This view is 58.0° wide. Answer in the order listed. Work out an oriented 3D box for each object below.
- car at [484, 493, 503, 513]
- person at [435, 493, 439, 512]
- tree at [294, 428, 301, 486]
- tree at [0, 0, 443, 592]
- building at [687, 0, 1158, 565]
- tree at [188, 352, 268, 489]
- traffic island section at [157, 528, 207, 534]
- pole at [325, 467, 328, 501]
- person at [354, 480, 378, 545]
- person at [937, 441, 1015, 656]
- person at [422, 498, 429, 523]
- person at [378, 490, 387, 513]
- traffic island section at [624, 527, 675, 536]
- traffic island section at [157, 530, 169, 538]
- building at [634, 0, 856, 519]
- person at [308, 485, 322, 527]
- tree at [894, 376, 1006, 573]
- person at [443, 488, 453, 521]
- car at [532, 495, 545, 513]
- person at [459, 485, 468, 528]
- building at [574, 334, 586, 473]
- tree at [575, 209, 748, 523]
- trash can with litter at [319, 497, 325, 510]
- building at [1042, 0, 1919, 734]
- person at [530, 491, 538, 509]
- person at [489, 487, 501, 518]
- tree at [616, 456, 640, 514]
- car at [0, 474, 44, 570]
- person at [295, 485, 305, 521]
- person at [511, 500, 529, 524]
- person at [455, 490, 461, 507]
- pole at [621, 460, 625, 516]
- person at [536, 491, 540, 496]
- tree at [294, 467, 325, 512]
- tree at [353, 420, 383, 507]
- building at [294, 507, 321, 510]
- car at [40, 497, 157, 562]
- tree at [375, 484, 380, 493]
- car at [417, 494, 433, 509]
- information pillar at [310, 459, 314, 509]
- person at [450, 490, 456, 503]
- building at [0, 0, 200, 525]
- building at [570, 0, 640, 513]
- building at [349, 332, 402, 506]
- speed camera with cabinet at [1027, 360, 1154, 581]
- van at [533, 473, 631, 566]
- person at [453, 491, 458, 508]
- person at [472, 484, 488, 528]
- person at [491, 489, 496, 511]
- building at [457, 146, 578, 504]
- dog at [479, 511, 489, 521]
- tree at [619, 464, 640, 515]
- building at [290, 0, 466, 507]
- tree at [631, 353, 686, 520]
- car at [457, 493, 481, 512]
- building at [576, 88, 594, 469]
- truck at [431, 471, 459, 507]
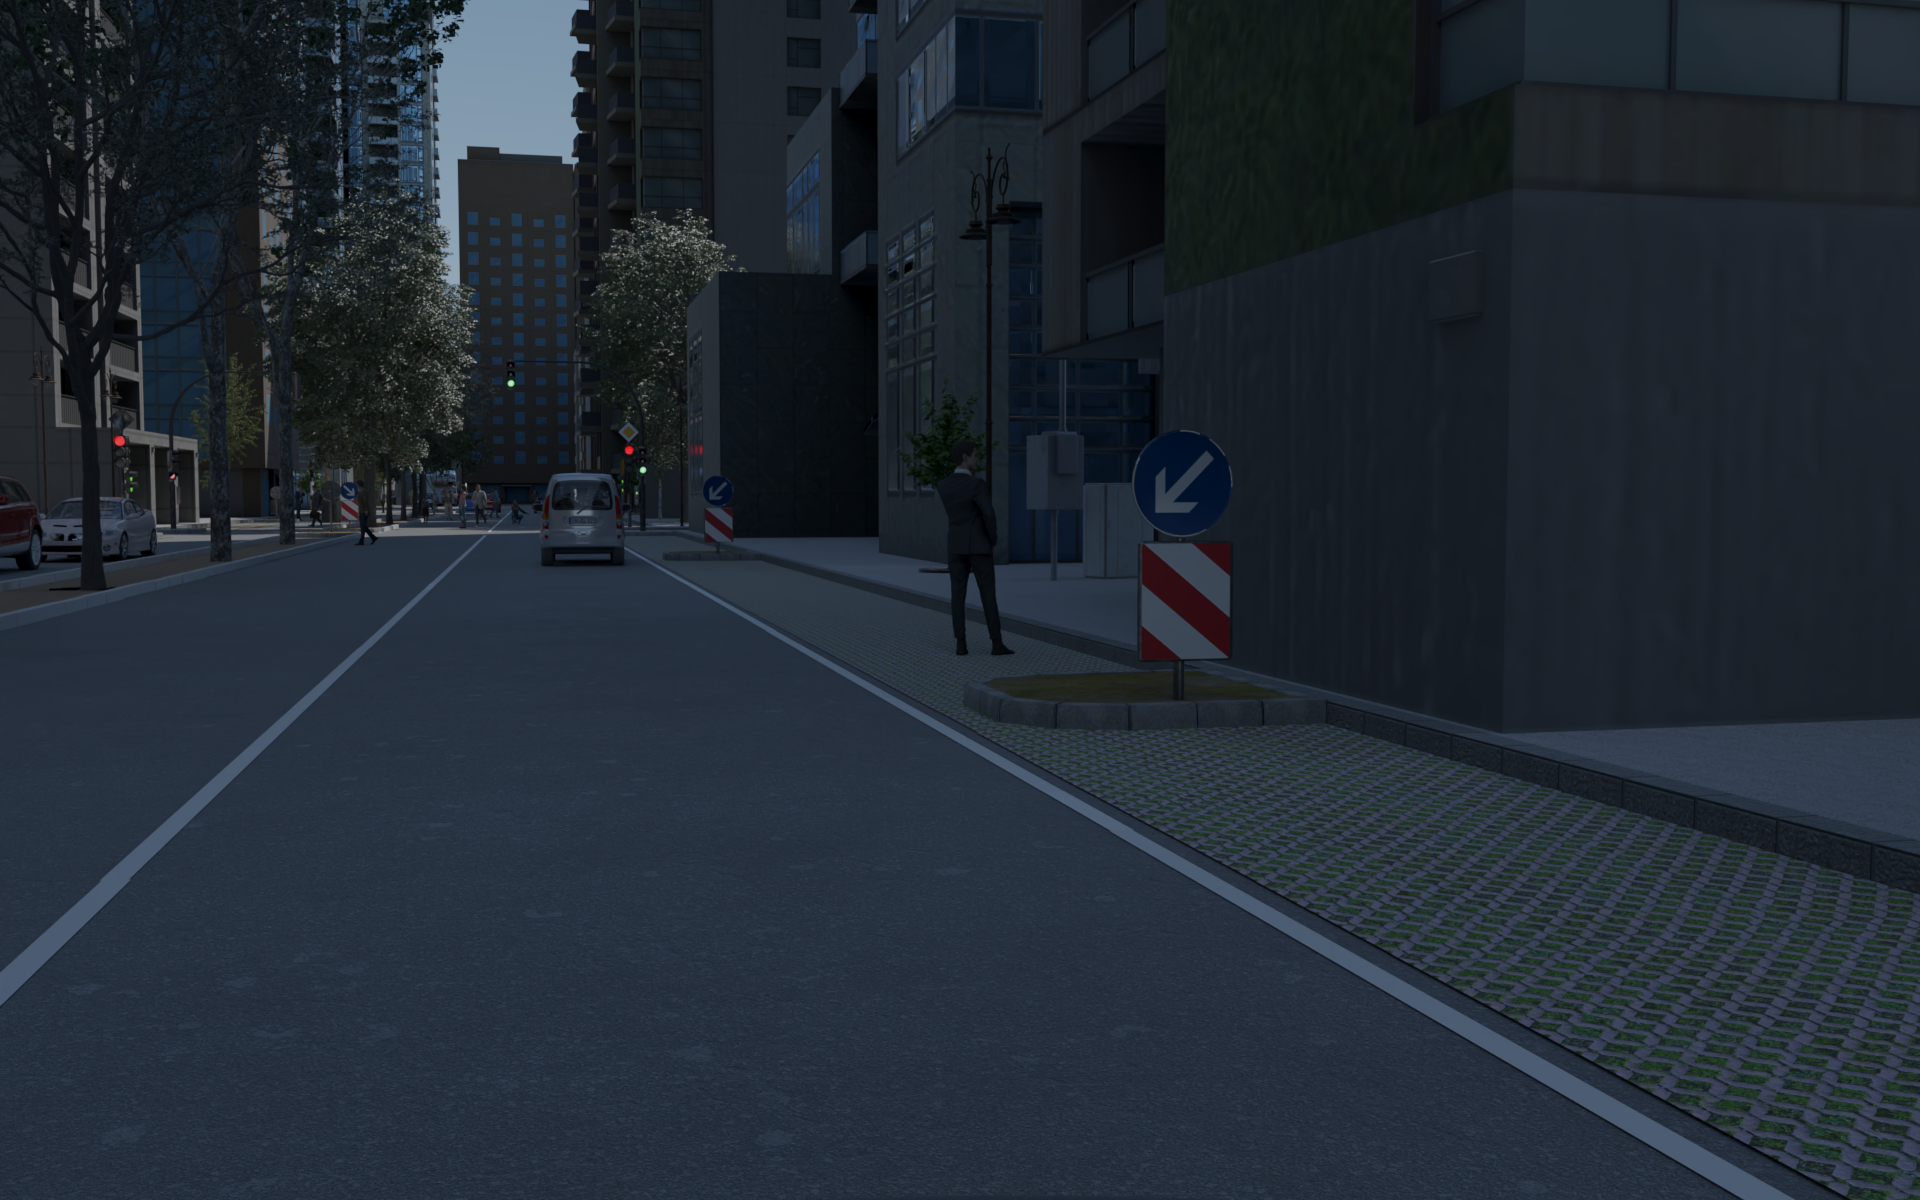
[{"bbox_3d":[-36.105,-7.566,132.745,2.155,1.783,4.494,-1,4,-15],"label":"car"},{"bbox_3d":[-40.553,-7.517,133.991,0.523,1.515,0.503,-1,4,-13],"label":"person"},{"bbox_3d":[-44.233,-9.864,111.634,4.737,8.622,4.395,0,3,0],"label":"tree"},{"bbox_3d":[-12.785,-6.869,25.142,12.009,13.543,11.850,0,3,0],"label":"tree"},{"bbox_3d":[5.074,-44.828,45.608,22.319,86.520,31.000,-1,4,-14],"label":"building"},{"bbox_3d":[-38.383,-8.570,90.486,4.737,8.622,4.395,0,3,0],"label":"tree"},{"bbox_3d":[-28.937,-2.533,63.695,2.009,0.180,2.903,-1,4,-14],"label":"traffic island section"},{"bbox_3d":[-45.938,-8.058,125.598,0.158,3.312,0.155,0,3,0],"label":"pole"},{"bbox_3d":[-16.743,-2.463,48.673,0.656,1.842,0.836,2,4,33],"label":"person"},{"bbox_3d":[0.121,-0.460,15.381,0.648,1.900,0.474,2,4,30],"label":"person"},{"bbox_3d":[-26.207,-4.387,84.901,0.362,1.253,0.373,0,4,4],"label":"person"},{"bbox_3d":[-43.249,-7.385,129.637,0.661,1.777,0.834,0,4,4],"label":"person"},{"bbox_3d":[-10.955,-2.302,59.914,2.009,0.180,2.903,-1,4,-14],"label":"traffic island section"},{"bbox_3d":[-27.011,-2.059,55.944,2.009,0.180,2.903,-1,4,-14],"label":"traffic island section"},{"bbox_3d":[-11.191,-19.925,97.481,14.160,30.474,14.107,-1,4,-14],"label":"building"},{"bbox_3d":[-28.225,-4.125,75.910,0.622,1.834,0.822,3,5,40],"label":"person"},{"bbox_3d":[-0.215,-2.077,28.567,1.663,3.219,1.824,0,3,0],"label":"tree"},{"bbox_3d":[-27.198,-5.078,92.069,0.519,1.759,0.362,-3,4,-36],"label":"person"},{"bbox_3d":[-31.053,-7.164,129.714,1.945,1.354,3.894,-1,4,-14],"label":"car"},{"bbox_3d":[-20.754,-3.902,72.315,0.388,1.821,0.555,-1,4,-21],"label":"person"},{"bbox_3d":[-30.956,-21.973,204.293,27.650,21.520,28.899,-1,4,-14],"label":"building"},{"bbox_3d":[-12.204,-10.453,77.566,9.857,13.997,8.962,0,3,0],"label":"tree"},{"bbox_3d":[-49.673,-7.529,134.490,1.055,1.170,0.624,-2,4,-26],"label":"trash can with litter"},{"bbox_3d":[8.062,-20.350,16.321,14.154,41.232,14.086,-1,4,-14],"label":"building"},{"bbox_3d":[-40.050,-9.434,163.306,0.990,1.755,0.434,-1,4,-16],"label":"person"},{"bbox_3d":[-27.725,-5.800,103.195,0.748,1.841,0.638,-2,4,-25],"label":"person"},{"bbox_3d":[-20.501,-7.813,111.449,4.285,4.588,4.351,0,3,0],"label":"tree"},{"bbox_3d":[-18.055,-1.364,30.974,2.281,1.827,5.304,-1,4,-13],"label":"car"},{"bbox_3d":[-35.224,-5.175,92.472,0.474,1.900,0.648,-1,4,-9],"label":"person"},{"bbox_3d":[-20.993,-4.185,82.424,1.012,1.151,0.738,-3,5,-39],"label":"person"},{"bbox_3d":[-42.496,-8.410,146.682,0.721,1.739,1.217,-2,4,-35],"label":"person"},{"bbox_3d":[-19.926,-6.632,102.281,0.158,3.312,0.155,0,3,0],"label":"pole"},{"bbox_3d":[-51.979,-12.486,212.660,1.348,1.822,0.705,-2,4,-24],"label":"person"},{"bbox_3d":[-46.218,-7.855,123.031,1.663,3.219,1.824,0,3,0],"label":"tree"},{"bbox_3d":[-58.543,-15.546,172.297,7.486,12.596,7.792,0,3,0],"label":"tree"},{"bbox_3d":[-63.527,-51.007,146.630,22.319,86.520,31.000,-1,4,-14],"label":"building"},{"bbox_3d":[-19.091,-1.583,38.240,2.083,1.381,4.827,-1,4,-13],"label":"car"},{"bbox_3d":[-60.746,-11.266,178.805,1.663,3.219,1.824,0,3,0],"label":"tree"},{"bbox_3d":[-50.048,-9.313,162.059,2.009,1.686,4.222,-1,4,-14],"label":"car"},{"bbox_3d":[-43.625,-7.660,116.602,0.183,3.616,0.504,0,4,-2],"label":"information pillar"},{"bbox_3d":[-50.154,-9.908,170.505,1.348,1.823,0.705,2,4,33],"label":"person"},{"bbox_3d":[-43.113,-38.584,69.109,20.563,71.187,20.611,-1,4,-14],"label":"building"},{"bbox_3d":[-17.304,-28.984,128.514,22.147,44.769,28.867,-1,4,-14],"label":"building"},{"bbox_3d":[-78.347,-21.271,192.826,28.899,21.520,27.650,-1,4,-14],"label":"building"},{"bbox_3d":[1.979,-1.946,26.149,2.038,3.252,0.660,-2,4,-34],"label":"speed camera with cabinet"},{"bbox_3d":[-7.846,-1.772,35.989,2.013,2.044,4.112,-1,4,-12],"label":"van"},{"bbox_3d":[-53.708,-10.720,184.478,1.217,1.736,0.721,1,4,17],"label":"person"},{"bbox_3d":[-20.510,-4.015,73.995,0.661,1.843,0.795,0,4,7],"label":"person"},{"bbox_3d":[-38.465,-8.212,142.852,1.350,1.814,0.705,2,4,35],"label":"person"},{"bbox_3d":[-57.863,-35.289,227.085,14.200,45.320,14.600,-1,4,-14],"label":"building"},{"bbox_3d":[-25.824,-4.555,93.768,0.406,0.507,0.540,1,4,10],"label":"dog"},{"bbox_3d":[-20.157,-6.921,107.753,1.663,3.219,1.824,0,3,0],"label":"tree"},{"bbox_3d":[-80.953,-55.751,224.204,31.000,86.520,22.319,-1,4,-14],"label":"building"},{"bbox_3d":[-14.786,-8.323,86.447,4.737,8.622,4.395,0,3,0],"label":"tree"},{"bbox_3d":[-34.628,-6.920,122.728,1.945,1.707,3.694,-1,4,-15],"label":"car"},{"bbox_3d":[-32.021,-32.475,181.084,14.600,45.320,14.200,-1,4,-14],"label":"building"},{"bbox_3d":[-60.153,-13.028,202.761,2.967,4.110,18.799,-1,4,-16],"label":"truck"}]
